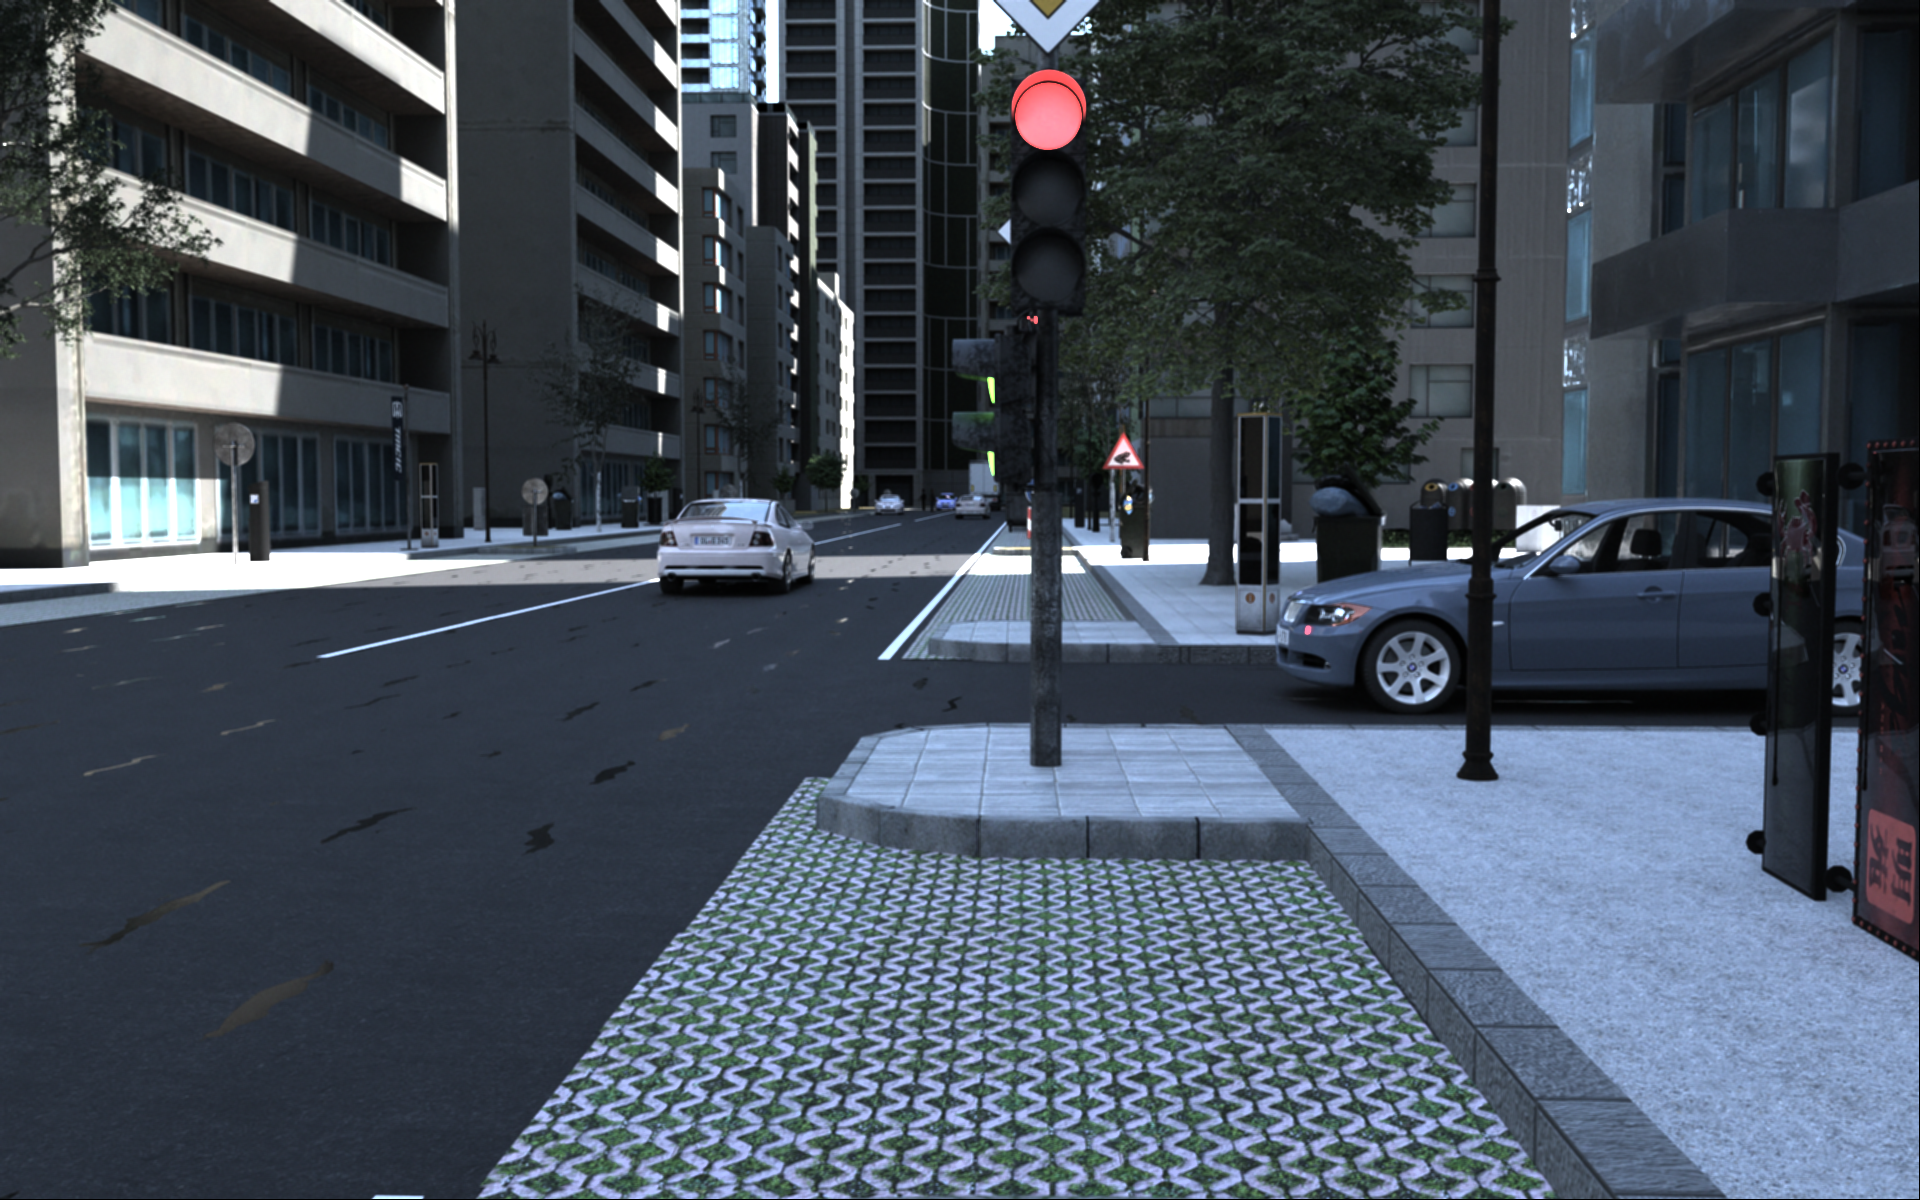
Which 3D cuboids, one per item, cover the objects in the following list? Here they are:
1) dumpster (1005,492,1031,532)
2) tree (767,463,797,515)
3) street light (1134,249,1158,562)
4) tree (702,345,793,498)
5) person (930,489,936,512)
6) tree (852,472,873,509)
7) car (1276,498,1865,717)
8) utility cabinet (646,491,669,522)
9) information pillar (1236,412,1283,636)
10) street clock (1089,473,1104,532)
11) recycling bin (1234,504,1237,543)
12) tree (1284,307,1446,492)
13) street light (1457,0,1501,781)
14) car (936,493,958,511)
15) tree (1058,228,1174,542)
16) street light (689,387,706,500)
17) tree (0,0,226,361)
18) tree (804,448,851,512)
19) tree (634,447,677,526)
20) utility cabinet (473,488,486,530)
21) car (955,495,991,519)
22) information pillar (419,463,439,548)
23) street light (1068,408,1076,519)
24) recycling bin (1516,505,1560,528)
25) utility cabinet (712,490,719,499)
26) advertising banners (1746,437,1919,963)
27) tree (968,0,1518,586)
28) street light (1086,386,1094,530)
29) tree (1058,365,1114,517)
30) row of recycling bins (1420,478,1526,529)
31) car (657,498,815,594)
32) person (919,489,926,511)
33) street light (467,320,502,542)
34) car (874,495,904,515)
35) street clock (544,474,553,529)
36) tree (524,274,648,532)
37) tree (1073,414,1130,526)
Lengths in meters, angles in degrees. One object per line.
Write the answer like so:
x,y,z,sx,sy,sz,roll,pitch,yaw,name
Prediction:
2.599,-3.462,64.824,1.865,1.857,1.264,0,4,3,dumpster
-10.675,-6.806,105.873,1.663,3.219,1.824,0,3,0,tree
3.531,-3.662,32.658,0.468,5.910,1.993,0,4,2,street light
-10.705,-8.323,86.449,4.360,8.622,3.978,0,3,0,tree
-2.193,-7.948,138.476,0.705,1.821,1.348,1,4,13,person
-8.554,-9.422,148.649,1.663,3.219,1.824,0,3,0,tree
4.464,0.001,11.983,4.499,1.417,2.014,0,4,2,car
-13.628,-4.243,78.050,0.318,1.500,1.173,2,4,31,utility cabinet
2.729,-0.693,15.818,0.304,2.012,0.304,3,4,38,information pillar
4.600,-3.301,58.549,0.471,2.002,0.358,-2,4,-25,street clock
7.394,-2.005,45.344,0.722,1.027,0.722,-3,5,-40,recycling bin
4.222,-1.433,18.037,1.663,3.219,1.824,0,3,0,tree
2.339,-2.132,7.649,0.468,5.910,1.993,0,4,2,street light
-1.127,-8.716,152.094,1.945,1.707,3.694,0,4,4,car
3.890,-5.848,45.978,4.360,8.622,3.978,0,3,0,tree
-11.312,-6.248,74.945,0.468,5.910,1.993,0,4,2,street light
-14.479,-5.507,24.455,8.767,10.594,7.601,1,4,16,tree
-9.472,-8.560,123.670,4.285,4.588,4.351,0,3,0,tree
-12.552,-4.659,70.771,1.663,3.219,1.824,0,3,0,tree
-17.067,-3.243,61.705,0.318,1.500,1.173,0,4,-5,utility cabinet
0.744,-5.370,100.168,2.083,1.381,4.827,0,4,4,car
-12.675,-2.255,41.355,0.304,2.012,0.304,1,4,12,information pillar
5.827,-7.213,90.721,0.468,5.910,1.993,0,4,2,street light
12.823,-1.578,38.347,0.722,1.027,0.722,-2,4,-29,recycling bin
-12.337,-4.812,87.352,0.318,1.500,1.173,-1,4,-11,utility cabinet
2.667,-0.531,4.870,0.090,3.025,2.074,0,4,5,advertising banners
3.767,-6.508,24.539,7.486,12.596,7.792,0,3,0,tree
4.638,-5.446,61.836,0.468,5.910,1.993,0,4,2,street light
6.569,-8.982,97.216,4.737,8.622,4.395,0,3,0,tree
13.453,-2.346,45.472,1.069,1.692,3.534,-2,4,-27,row of recycling bins
-3.334,-0.854,26.325,2.083,1.381,4.827,0,4,2,car
-3.094,-8.366,144.917,0.705,1.869,1.348,2,4,24,person
-12.603,-4.483,46.078,0.468,5.910,1.993,0,4,2,street light
-4.900,-6.634,120.833,2.083,1.381,4.827,0,4,1,car
-15.139,-3.619,63.736,0.358,2.002,0.471,0,4,-1,street clock
-12.293,-6.596,58.207,4.360,8.622,3.978,0,3,0,tree
6.122,-5.341,71.031,4.285,4.588,4.351,0,3,0,tree
